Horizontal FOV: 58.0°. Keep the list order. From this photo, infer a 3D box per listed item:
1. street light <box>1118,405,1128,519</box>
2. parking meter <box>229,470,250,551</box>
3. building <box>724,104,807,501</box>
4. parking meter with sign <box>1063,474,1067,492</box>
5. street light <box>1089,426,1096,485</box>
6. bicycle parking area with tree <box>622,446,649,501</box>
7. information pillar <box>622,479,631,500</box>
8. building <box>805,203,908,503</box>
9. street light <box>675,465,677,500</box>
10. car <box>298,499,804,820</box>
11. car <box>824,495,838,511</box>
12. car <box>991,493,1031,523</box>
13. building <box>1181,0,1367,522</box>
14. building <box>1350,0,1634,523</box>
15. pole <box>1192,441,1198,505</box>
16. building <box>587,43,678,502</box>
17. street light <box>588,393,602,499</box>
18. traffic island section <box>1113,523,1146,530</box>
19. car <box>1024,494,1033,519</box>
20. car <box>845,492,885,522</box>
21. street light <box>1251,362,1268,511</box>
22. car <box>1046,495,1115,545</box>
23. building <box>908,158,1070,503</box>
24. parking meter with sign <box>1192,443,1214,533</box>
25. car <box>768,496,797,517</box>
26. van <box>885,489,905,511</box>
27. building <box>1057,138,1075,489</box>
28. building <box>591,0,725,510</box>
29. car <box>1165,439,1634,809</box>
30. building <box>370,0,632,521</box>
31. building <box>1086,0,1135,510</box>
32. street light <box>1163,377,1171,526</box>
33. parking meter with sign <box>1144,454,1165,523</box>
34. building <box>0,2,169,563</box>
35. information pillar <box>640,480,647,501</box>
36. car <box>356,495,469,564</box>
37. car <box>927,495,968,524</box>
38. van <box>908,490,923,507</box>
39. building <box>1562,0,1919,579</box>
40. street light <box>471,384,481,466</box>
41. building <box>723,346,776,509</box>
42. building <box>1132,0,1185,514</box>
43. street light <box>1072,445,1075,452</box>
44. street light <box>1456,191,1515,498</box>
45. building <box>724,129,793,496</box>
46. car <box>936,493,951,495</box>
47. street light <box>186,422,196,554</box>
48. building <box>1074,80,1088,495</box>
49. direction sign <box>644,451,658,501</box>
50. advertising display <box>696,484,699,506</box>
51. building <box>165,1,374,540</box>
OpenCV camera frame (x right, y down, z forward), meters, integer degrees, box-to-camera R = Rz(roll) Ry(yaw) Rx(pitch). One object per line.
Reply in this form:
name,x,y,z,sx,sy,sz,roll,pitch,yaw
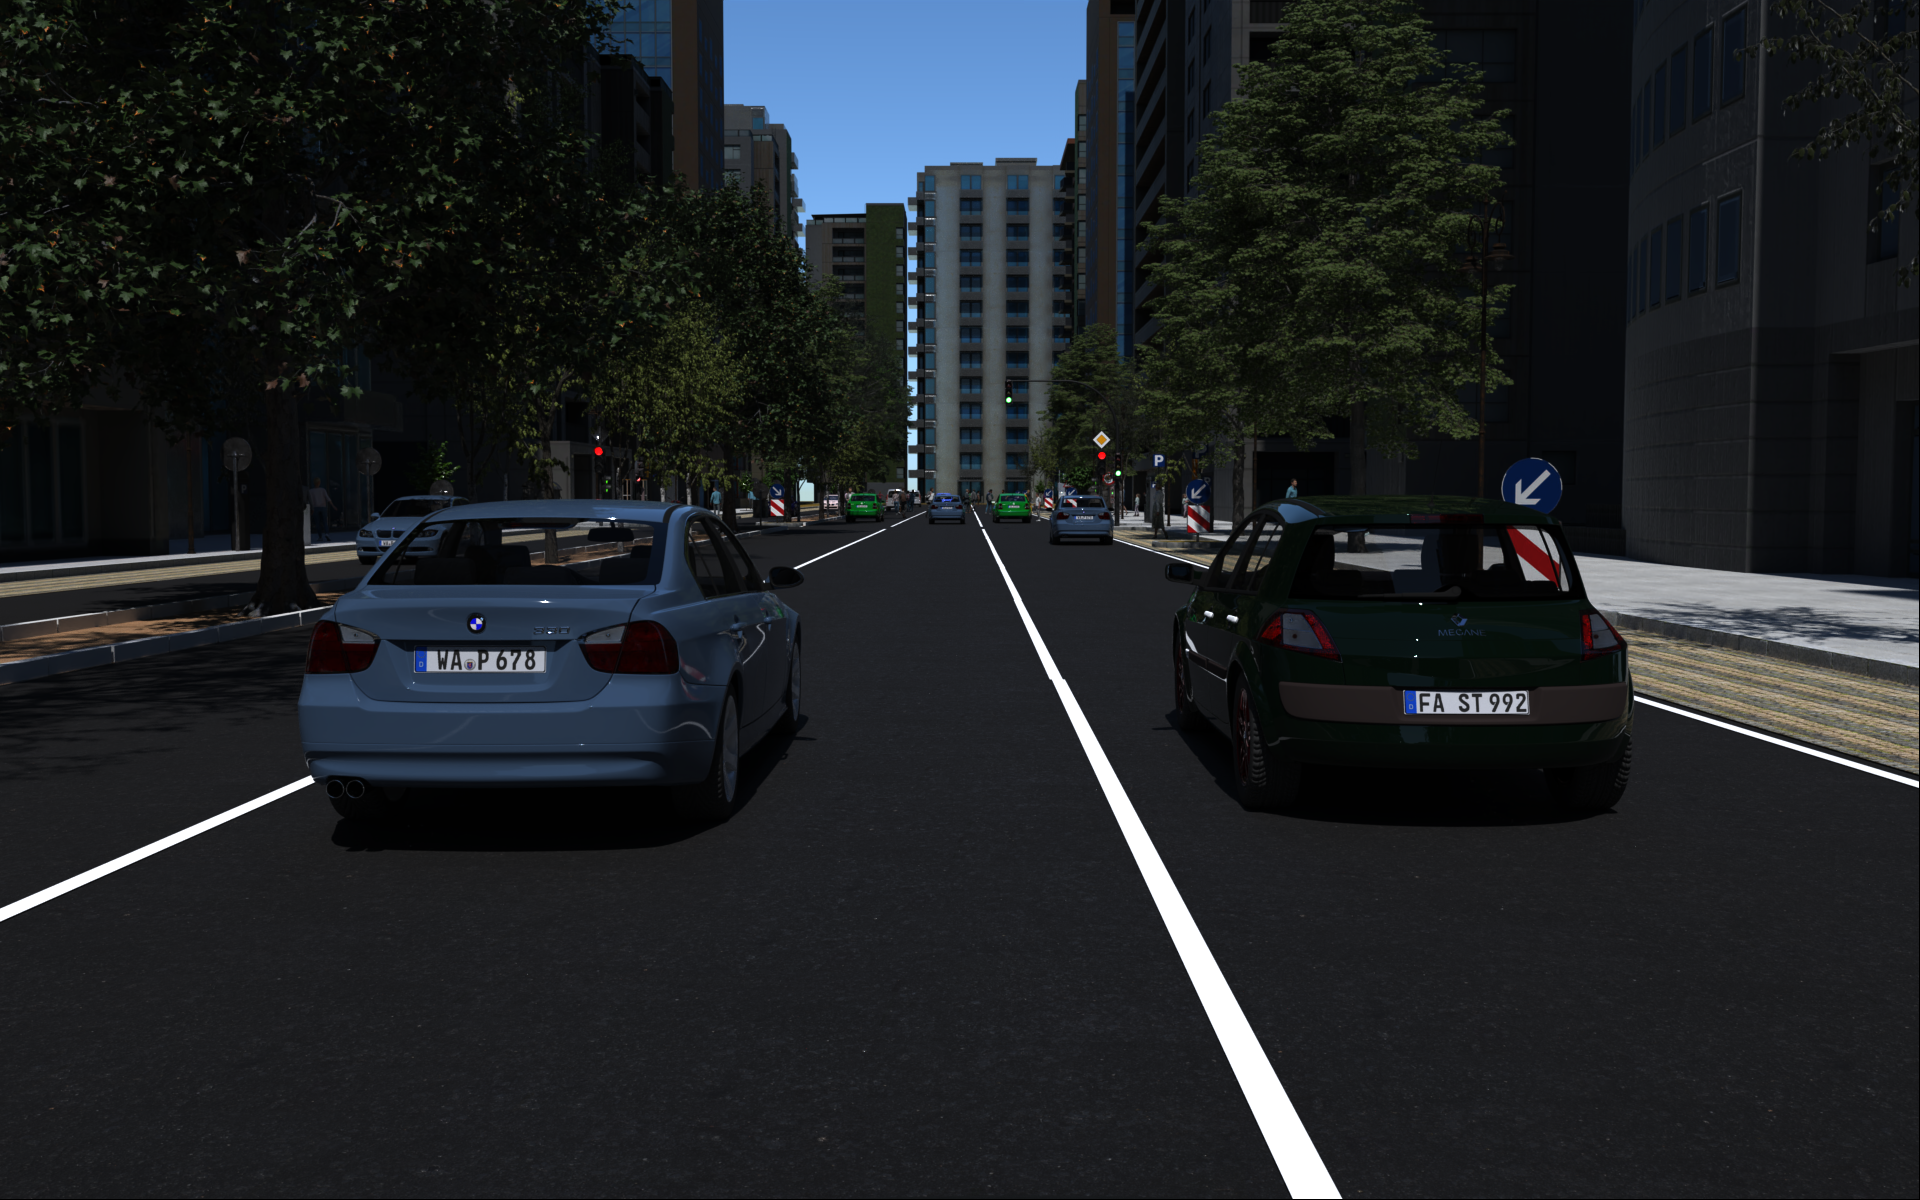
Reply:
street light,8.298,-7.066,88.320,0.468,5.910,1.993,0,4,0
parking meter,-16.334,-2.054,39.301,0.255,1.863,0.399,1,4,17
building,-35.465,-36.293,212.993,30.456,49.044,23.786,0,4,0
parking meter with sign,8.699,-9.101,145.062,0.543,3.016,1.738,0,4,-4
street light,8.460,-8.363,109.515,0.468,5.910,1.993,0,4,0
bicycle parking area with tree,-22.680,-7.185,104.470,8.231,4.147,9.016,1,4,14
information pillar,-16.671,-5.026,86.667,0.304,2.012,0.304,2,4,26
building,-14.538,-34.359,245.367,14.086,41.232,14.154,0,4,0
street light,-16.316,-7.741,99.352,0.468,5.910,1.993,0,4,0
car,-1.855,0.190,8.903,2.014,1.417,4.499,0,4,1
car,-10.972,-8.376,149.315,2.083,1.381,4.827,0,4,0
car,2.561,-4.752,86.488,1.959,1.807,4.718,0,4,-1
building,22.799,-39.656,86.629,20.611,71.187,20.563,0,4,0
building,20.491,-22.895,57.935,14.154,41.232,14.086,0,4,0
pole,8.845,-4.369,65.279,0.158,3.312,0.155,0,3,0
building,-26.953,-20.972,114.597,14.160,30.474,14.107,0,4,0
street light,-16.251,-6.403,77.474,0.468,5.910,1.993,0,4,0
traffic island section,6.280,-2.866,69.140,2.009,0.180,2.903,0,4,0
car,3.267,-5.536,100.739,2.015,1.641,3.980,0,4,0
car,-4.870,-4.912,89.109,1.959,1.807,4.718,0,4,1
street light,8.142,-4.583,47.723,0.468,5.910,1.993,0,4,0
car,3.494,-2.333,50.149,2.014,1.417,4.499,0,4,2
building,7.900,-38.515,249.321,30.456,49.044,23.786,0,4,0
parking meter with sign,8.238,-3.796,58.327,0.543,3.016,1.738,0,4,-3
car,-11.113,-5.892,108.908,1.945,1.354,3.894,0,3,0
van,-5.491,-8.737,149.858,2.013,2.044,4.112,0,4,2
building,23.340,-33.987,210.316,22.147,44.769,28.867,0,4,0
building,-26.364,-29.734,136.255,14.600,45.320,14.200,0,4,0
car,2.156,0.032,9.271,2.009,1.686,4.222,0,4,1
building,-28.118,-39.743,88.047,20.563,71.187,20.611,0,4,0
building,17.863,-30.236,144.474,14.600,45.320,14.200,0,4,0
street light,8.294,-5.863,68.655,0.468,5.910,1.993,0,4,0
parking meter with sign,8.552,-4.922,76.732,0.543,3.016,1.738,-1,4,-10
building,-27.432,-24.529,24.757,21.300,48.544,21.600,0,4,0
information pillar,-16.165,-5.129,88.346,0.304,2.012,0.304,2,4,29
car,-11.368,-1.523,36.911,2.014,1.417,4.499,0,4,0
car,-0.618,-4.376,83.549,2.014,1.417,4.499,0,3,0
van,-5.065,-11.175,189.718,2.013,2.044,4.112,0,4,-1
building,23.252,-29.743,28.304,21.231,58.520,28.212,0,4,0
street light,-16.476,-5.246,58.554,0.468,5.910,1.993,0,4,0
building,-33.264,-19.721,167.476,27.650,21.520,28.899,0,4,0
building,23.587,-30.263,118.505,21.300,48.544,21.600,0,4,0
street light,8.452,-9.650,130.569,0.468,5.910,1.993,0,4,0
street light,8.085,-3.303,26.790,0.468,5.910,1.993,0,4,0
building,-25.951,-30.891,188.670,14.154,41.232,14.086,0,4,0
car,-1.221,-7.438,131.202,1.945,1.707,3.694,0,4,1
street light,-16.514,-3.930,37.039,0.468,5.910,1.993,0,4,0
building,18.428,-30.026,174.522,14.154,41.232,14.086,0,4,0
direction sign,-16.186,-6.035,90.672,0.379,3.537,0.876,3,5,41
advertising display,-16.294,-6.250,107.398,0.123,1.923,0.974,0,4,-7
building,-34.814,-26.581,54.213,30.456,49.044,23.786,0,4,0
